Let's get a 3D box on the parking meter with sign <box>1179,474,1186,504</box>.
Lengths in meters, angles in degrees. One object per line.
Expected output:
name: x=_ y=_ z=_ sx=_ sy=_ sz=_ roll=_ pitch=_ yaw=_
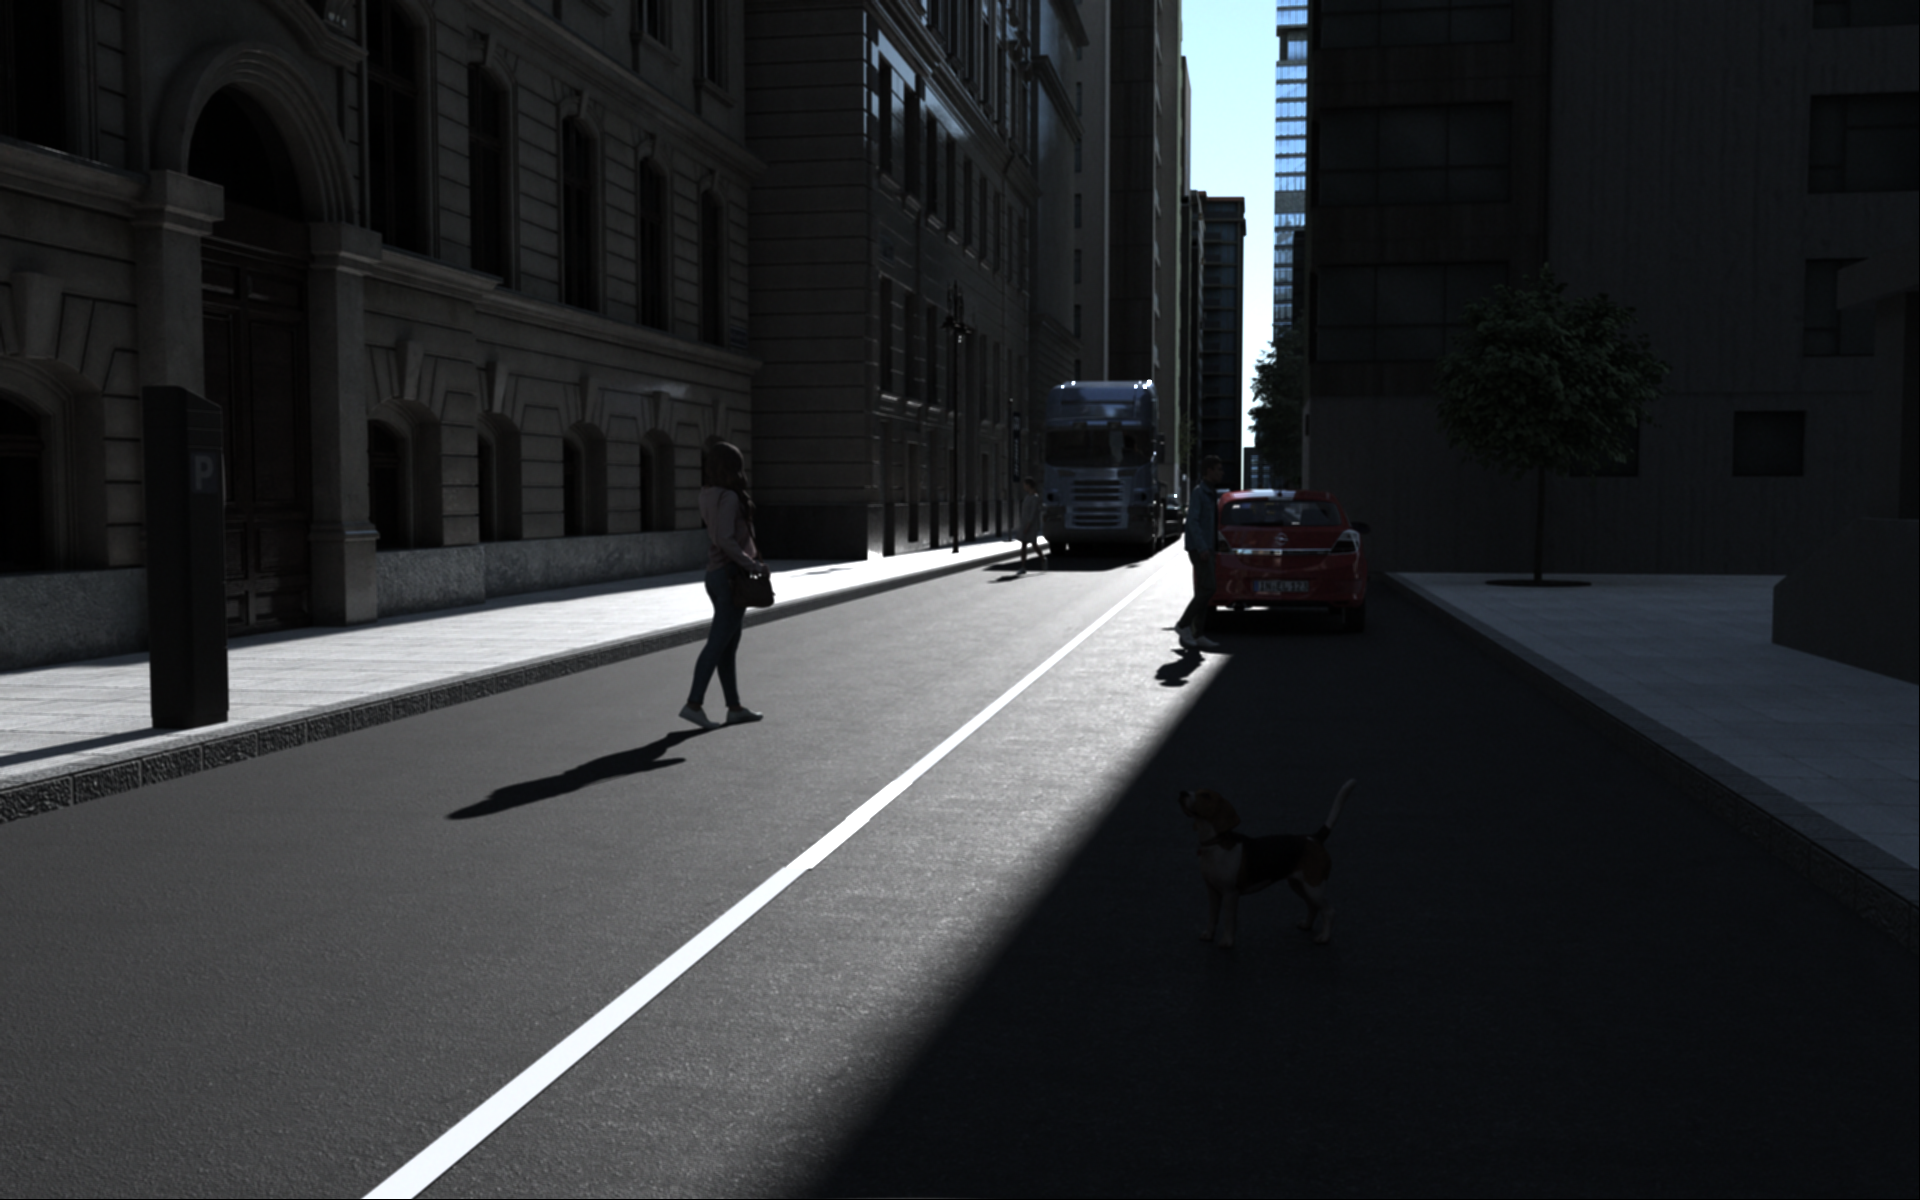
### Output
parking meter with sign: x=19.236 y=-9.639 z=153.861 sx=0.543 sy=3.016 sz=1.738 roll=-3 pitch=5 yaw=-44

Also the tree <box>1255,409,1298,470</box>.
tree: x=30.351 y=-13.398 z=153.469 sx=8.767 sy=10.594 sz=7.601 roll=-1 pitch=4 yaw=-10

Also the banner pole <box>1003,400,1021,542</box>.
banner pole: x=1.443 y=-3.441 z=46.283 sx=0.401 sy=3.779 sz=0.863 roll=2 pitch=4 yaw=27

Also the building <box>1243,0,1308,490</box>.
building: x=55.821 y=-56.864 z=242.397 sx=31.000 sy=86.520 sz=22.319 roll=1 pitch=4 yaw=10

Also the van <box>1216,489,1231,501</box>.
van: x=21.331 y=-8.192 z=140.953 sx=2.013 sy=2.044 sz=4.112 roll=1 pitch=4 yaw=10

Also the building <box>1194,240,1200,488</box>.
building: x=18.922 y=-25.591 z=190.106 sx=14.160 sy=30.474 sz=14.107 roll=1 pitch=4 yaw=10

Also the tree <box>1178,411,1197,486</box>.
tree: x=18.264 y=-12.056 z=147.478 sx=4.737 sy=8.622 sz=4.395 roll=0 pitch=3 yaw=0

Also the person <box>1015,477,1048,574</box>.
person: x=1.274 y=-1.340 z=31.158 sx=0.466 sy=1.731 sz=0.760 roll=3 pitch=4 yaw=37

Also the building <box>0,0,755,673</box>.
building: x=-11.788 y=-12.038 z=15.906 sx=14.460 sy=24.649 sz=34.723 roll=1 pitch=4 yaw=10

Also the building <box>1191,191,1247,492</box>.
building: x=26.206 y=-36.297 z=248.074 sx=28.867 sy=44.769 sz=22.147 roll=1 pitch=4 yaw=10

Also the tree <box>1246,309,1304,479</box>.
tree: x=22.947 y=-12.633 z=113.198 sx=9.857 sy=13.997 sz=8.962 roll=0 pitch=3 yaw=0

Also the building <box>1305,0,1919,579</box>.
building: x=13.816 y=-15.994 z=33.197 sx=14.160 sy=30.474 sz=14.107 roll=1 pitch=4 yaw=10

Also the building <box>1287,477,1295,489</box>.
building: x=48.690 y=-29.238 z=169.918 sx=32.217 sy=40.220 sz=23.993 roll=1 pitch=4 yaw=10

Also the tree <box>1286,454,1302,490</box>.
tree: x=24.684 y=-8.458 z=122.007 sx=4.285 sy=4.588 sz=4.351 roll=0 pitch=3 yaw=0

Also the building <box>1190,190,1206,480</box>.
building: x=18.116 y=-31.947 z=214.220 sx=23.993 sy=40.220 sz=32.217 roll=1 pitch=4 yaw=10

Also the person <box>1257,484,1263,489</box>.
person: x=11.106 y=-3.384 z=63.932 sx=0.767 sy=1.812 sz=0.694 roll=1 pitch=4 yaw=13

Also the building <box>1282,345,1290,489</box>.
building: x=53.575 y=-22.366 z=210.721 sx=27.650 sy=21.520 sz=28.899 roll=1 pitch=4 yaw=10

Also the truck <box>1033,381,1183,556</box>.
truck: x=4.479 y=-3.505 z=47.068 sx=2.967 sy=4.110 sz=18.799 roll=1 pitch=4 yaw=10

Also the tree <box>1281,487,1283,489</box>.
tree: x=43.032 y=-14.336 z=228.994 sx=1.663 sy=3.219 sz=1.824 roll=0 pitch=3 yaw=0

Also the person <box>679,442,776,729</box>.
person: x=-1.486 y=-0.100 z=10.726 sx=0.643 sy=1.750 sz=0.593 roll=-2 pitch=4 yaw=-29

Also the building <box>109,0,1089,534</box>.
building: x=-12.802 y=-15.233 z=68.147 sx=34.723 sy=24.649 sz=14.460 roll=1 pitch=4 yaw=10

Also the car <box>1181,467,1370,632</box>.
car: x=3.569 y=-0.644 z=19.564 sx=2.155 sy=1.783 sz=4.494 roll=1 pitch=4 yaw=9

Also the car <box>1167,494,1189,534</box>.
car: x=7.416 y=-3.202 z=64.155 sx=2.131 sy=1.459 sz=4.920 roll=1 pitch=4 yaw=10

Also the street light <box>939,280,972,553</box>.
street light: x=-0.093 y=-3.958 z=37.505 sx=0.468 sy=5.910 sz=1.993 roll=1 pitch=4 yaw=10

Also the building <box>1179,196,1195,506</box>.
building: x=14.248 y=-23.881 z=162.154 sx=14.160 sy=30.474 sz=14.107 roll=1 pitch=4 yaw=10

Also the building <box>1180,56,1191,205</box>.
building: x=16.087 y=-32.147 z=175.720 sx=14.600 sy=45.320 sz=14.200 roll=1 pitch=4 yaw=10

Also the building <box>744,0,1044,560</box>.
building: x=-5.291 y=-15.186 z=45.559 sx=12.463 sy=27.353 sz=25.104 roll=1 pitch=4 yaw=10

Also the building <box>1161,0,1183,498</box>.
building: x=3.697 y=-24.633 z=86.350 sx=14.154 sy=41.232 sz=14.086 roll=1 pitch=4 yaw=10

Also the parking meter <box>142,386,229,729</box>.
parking meter: x=-4.279 y=-0.237 z=9.589 sx=0.255 sy=1.863 sz=0.399 roll=1 pitch=4 yaw=12

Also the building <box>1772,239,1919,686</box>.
building: x=21.699 y=-19.099 z=4.153 sx=32.217 sy=40.220 sz=23.993 roll=1 pitch=4 yaw=10

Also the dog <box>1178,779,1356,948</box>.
dog: x=0.984 y=0.841 z=5.540 sx=0.406 sy=0.507 sz=0.540 roll=2 pitch=4 yaw=31

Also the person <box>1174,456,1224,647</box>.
person: x=2.237 y=-0.447 z=16.158 sx=0.444 sy=1.785 sz=0.601 roll=2 pitch=4 yaw=29

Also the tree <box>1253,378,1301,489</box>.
tree: x=28.169 y=-13.340 z=143.872 sx=9.928 sy=11.665 sz=9.643 roll=0 pitch=3 yaw=0

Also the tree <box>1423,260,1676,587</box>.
tree: x=8.202 y=-2.487 z=24.379 sx=4.285 sy=4.588 sz=4.351 roll=0 pitch=3 yaw=0
